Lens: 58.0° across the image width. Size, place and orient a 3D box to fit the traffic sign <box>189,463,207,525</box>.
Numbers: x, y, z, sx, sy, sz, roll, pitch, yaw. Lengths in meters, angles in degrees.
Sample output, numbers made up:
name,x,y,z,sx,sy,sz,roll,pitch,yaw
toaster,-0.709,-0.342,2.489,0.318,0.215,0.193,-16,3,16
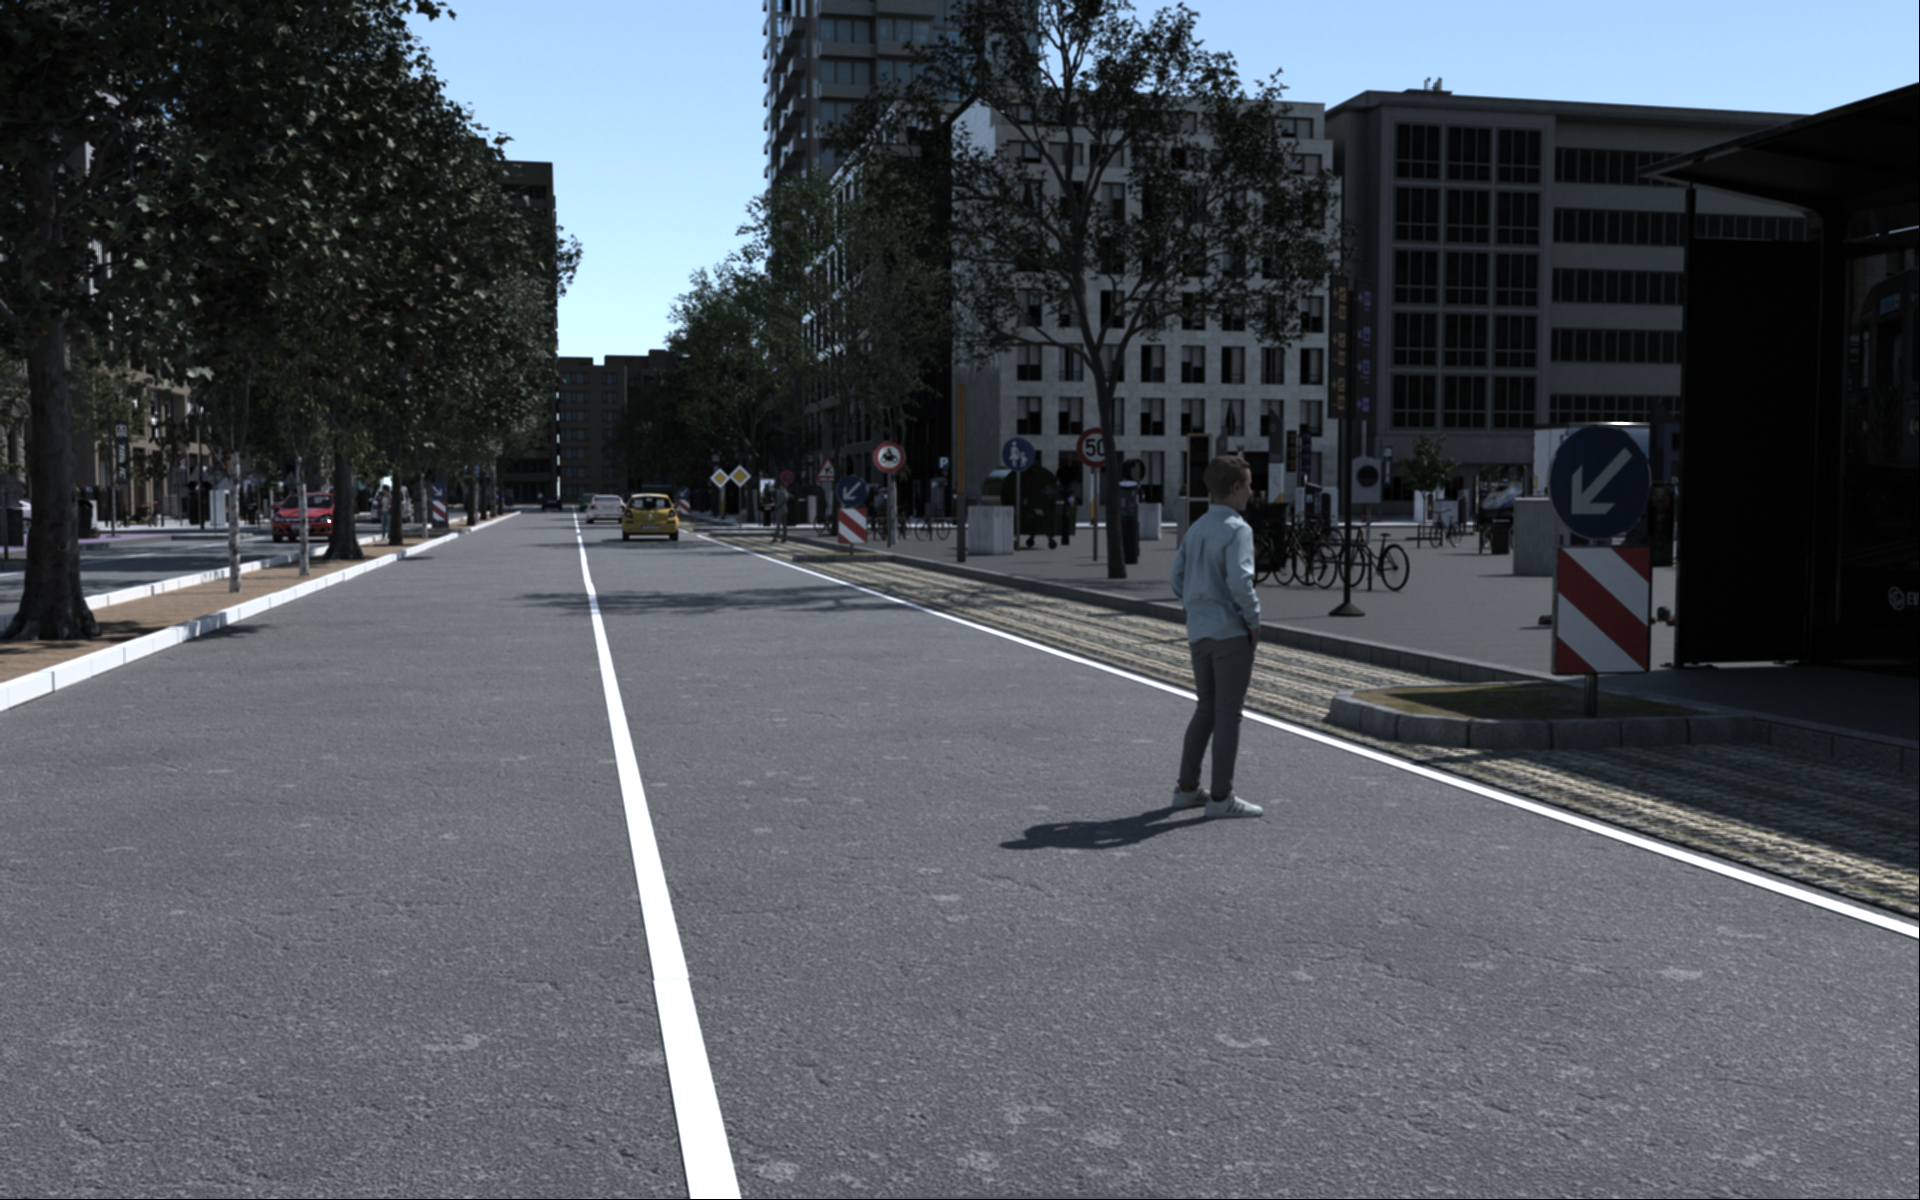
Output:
name,x,y,z,sx,sy,sz,roll,pitch,yaw
traffic sign,-31.407,-4.373,71.498,0.884,2.594,0.081,-1,4,-9

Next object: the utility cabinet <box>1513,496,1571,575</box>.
name,x,y,z,sx,sy,sz,roll,pitch,yaw
utility cabinet,9.317,-0.997,27.456,1.020,1.237,0.306,1,4,12

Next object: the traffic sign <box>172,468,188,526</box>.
name,x,y,z,sx,sy,sz,roll,pitch,yaw
traffic sign,-30.793,-4.055,68.435,0.606,2.300,0.079,0,4,-7

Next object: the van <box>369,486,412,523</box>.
name,x,y,z,sx,sy,sz,roll,pitch,yaw
van,-28.179,-4.821,85.831,2.013,2.044,4.112,-1,4,-13

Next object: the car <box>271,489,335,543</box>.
name,x,y,z,sx,sy,sz,roll,pitch,yaw
car,-19.681,-2.660,52.535,2.155,1.783,4.494,-1,4,-13

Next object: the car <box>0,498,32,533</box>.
name,x,y,z,sx,sy,sz,roll,pitch,yaw
car,-32.280,-2.769,57.631,4.827,1.381,2.083,-1,4,-12

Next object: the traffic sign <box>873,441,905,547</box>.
name,x,y,z,sx,sy,sz,roll,pitch,yaw
traffic sign,-1.705,-2.541,41.647,0.768,2.556,0.104,0,4,-7

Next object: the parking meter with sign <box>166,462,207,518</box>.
name,x,y,z,sx,sy,sz,roll,pitch,yaw
parking meter with sign,-41.979,-5.969,93.850,1.738,3.016,0.543,-3,5,-45

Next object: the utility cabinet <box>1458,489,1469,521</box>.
name,x,y,z,sx,sy,sz,roll,pitch,yaw
utility cabinet,24.048,-4.533,82.798,0.318,1.500,1.173,0,4,4

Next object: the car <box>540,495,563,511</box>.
name,x,y,z,sx,sy,sz,roll,pitch,yaw
car,-35.315,-8.395,149.832,1.945,1.354,3.894,-1,4,-14

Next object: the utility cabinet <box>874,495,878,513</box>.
name,x,y,z,sx,sy,sz,roll,pitch,yaw
utility cabinet,-3.866,-4.713,88.217,1.020,1.237,0.306,0,4,-4

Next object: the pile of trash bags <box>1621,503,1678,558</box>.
name,x,y,z,sx,sy,sz,roll,pitch,yaw
pile of trash bags,13.852,-1.443,33.344,1.912,1.369,3.447,2,4,31

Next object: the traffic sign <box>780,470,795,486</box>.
name,x,y,z,sx,sy,sz,roll,pitch,yaw
traffic sign,-9.007,-5.518,90.319,0.768,2.556,0.104,0,4,-7

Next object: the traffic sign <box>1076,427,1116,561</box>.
name,x,y,z,sx,sy,sz,roll,pitch,yaw
traffic sign,2.601,-2.024,33.193,0.768,2.556,0.104,0,4,-4

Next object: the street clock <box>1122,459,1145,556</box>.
name,x,y,z,sx,sy,sz,roll,pitch,yaw
street clock,3.569,-1.899,35.621,0.471,2.002,0.358,-3,5,-42

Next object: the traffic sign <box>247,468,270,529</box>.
name,x,y,z,sx,sy,sz,roll,pitch,yaw
traffic sign,-25.451,-3.622,62.863,0.795,2.450,0.064,-1,4,-13

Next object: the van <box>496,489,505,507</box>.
name,x,y,z,sx,sy,sz,roll,pitch,yaw
van,-52.329,-11.643,194.754,2.240,2.365,5.245,-1,4,-14

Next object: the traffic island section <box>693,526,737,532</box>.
name,x,y,z,sx,sy,sz,roll,pitch,yaw
traffic island section,-9.185,-2.708,66.562,2.009,0.180,2.903,-1,4,-13

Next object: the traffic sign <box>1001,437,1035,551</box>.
name,x,y,z,sx,sy,sz,roll,pitch,yaw
traffic sign,1.305,-2.374,38.927,0.768,2.556,0.104,0,4,-7

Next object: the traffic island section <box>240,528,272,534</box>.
name,x,y,z,sx,sy,sz,roll,pitch,yaw
traffic island section,-25.472,-2.486,62.919,2.009,0.180,2.903,-1,4,-13

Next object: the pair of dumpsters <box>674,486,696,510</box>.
name,x,y,z,sx,sy,sz,roll,pitch,yaw
pair of dumpsters,-21.744,-8.234,137.114,1.574,2.255,4.437,-1,4,-13

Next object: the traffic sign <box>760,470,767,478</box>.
name,x,y,z,sx,sy,sz,roll,pitch,yaw
traffic sign,-10.459,-5.529,90.503,0.768,2.556,0.104,0,4,-4

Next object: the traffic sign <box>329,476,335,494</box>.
name,x,y,z,sx,sy,sz,roll,pitch,yaw
traffic sign,-41.520,-7.026,114.978,0.768,2.556,0.104,0,4,-4

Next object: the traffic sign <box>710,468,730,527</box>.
name,x,y,z,sx,sy,sz,roll,pitch,yaw
traffic sign,-9.206,-3.843,66.480,0.795,2.450,0.064,-1,4,-13

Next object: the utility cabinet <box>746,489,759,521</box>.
name,x,y,z,sx,sy,sz,roll,pitch,yaw
utility cabinet,-9.625,-4.511,82.437,1.173,1.500,0.318,2,4,32

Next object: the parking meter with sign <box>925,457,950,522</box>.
name,x,y,z,sx,sy,sz,roll,pitch,yaw
parking meter with sign,-1.079,-5.142,80.333,0.543,3.016,1.738,2,4,25

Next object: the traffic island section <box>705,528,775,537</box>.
name,x,y,z,sx,sy,sz,roll,pitch,yaw
traffic island section,-7.433,-2.232,58.771,2.009,0.180,2.903,-1,4,-13

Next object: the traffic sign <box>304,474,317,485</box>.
name,x,y,z,sx,sy,sz,roll,pitch,yaw
traffic sign,-39.351,-6.411,104.924,0.768,2.556,0.104,0,4,-7

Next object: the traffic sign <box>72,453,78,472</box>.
name,x,y,z,sx,sy,sz,roll,pitch,yaw
traffic sign,-25.313,-2.984,48.897,0.768,2.556,0.104,-1,4,-12

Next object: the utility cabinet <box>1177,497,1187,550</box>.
name,x,y,z,sx,sy,sz,roll,pitch,yaw
utility cabinet,5.455,-1.783,40.314,0.306,1.237,1.020,3,5,42

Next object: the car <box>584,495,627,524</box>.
name,x,y,z,sx,sy,sz,roll,pitch,yaw
car,-17.314,-4.428,84.760,2.083,1.381,4.827,-1,4,-14

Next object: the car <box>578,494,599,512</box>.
name,x,y,z,sx,sy,sz,roll,pitch,yaw
car,-30.662,-8.252,143.718,1.959,1.807,4.718,-1,4,-14

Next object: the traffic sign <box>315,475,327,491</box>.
name,x,y,z,sx,sy,sz,roll,pitch,yaw
traffic sign,-43.407,-7.187,117.621,0.768,2.556,0.104,-1,4,-11

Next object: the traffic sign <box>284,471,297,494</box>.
name,x,y,z,sx,sy,sz,roll,pitch,yaw
traffic sign,-37.632,-5.961,97.464,0.884,2.594,0.081,-1,4,-10

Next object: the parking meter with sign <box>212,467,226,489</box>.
name,x,y,z,sx,sy,sz,roll,pitch,yaw
parking meter with sign,-47.948,-7.066,111.795,0.543,3.016,1.738,0,4,6

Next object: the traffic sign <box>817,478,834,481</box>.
name,x,y,z,sx,sy,sz,roll,pitch,yaw
traffic sign,-5.554,-4.452,72.787,0.884,2.594,0.081,0,4,-3

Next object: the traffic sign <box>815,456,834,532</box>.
name,x,y,z,sx,sy,sz,roll,pitch,yaw
traffic sign,-4.465,-3.584,58.599,0.884,2.594,0.081,0,4,-4

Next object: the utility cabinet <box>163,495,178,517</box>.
name,x,y,z,sx,sy,sz,roll,pitch,yaw
utility cabinet,-44.956,-5.360,98.792,1.020,1.237,0.306,1,4,15

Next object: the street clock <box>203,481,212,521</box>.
name,x,y,z,sx,sy,sz,roll,pitch,yaw
street clock,-36.187,-4.814,83.283,0.358,2.002,0.471,3,4,36

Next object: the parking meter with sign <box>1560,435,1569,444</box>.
name,x,y,z,sx,sy,sz,roll,pitch,yaw
parking meter with sign,18.317,-3.376,51.451,0.543,3.016,1.738,2,4,34

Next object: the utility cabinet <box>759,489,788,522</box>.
name,x,y,z,sx,sy,sz,roll,pitch,yaw
utility cabinet,-8.518,-4.333,79.525,1.173,1.500,0.318,-1,4,-18

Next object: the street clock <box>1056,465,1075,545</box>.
name,x,y,z,sx,sy,sz,roll,pitch,yaw
street clock,2.659,-2.393,43.696,0.471,2.002,0.358,0,4,-2

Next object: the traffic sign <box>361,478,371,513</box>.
name,x,y,z,sx,sy,sz,roll,pitch,yaw
traffic sign,-40.973,-7.249,119.699,0.795,2.450,0.064,-1,4,-12

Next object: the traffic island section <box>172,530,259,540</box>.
name,x,y,z,sx,sy,sz,roll,pitch,yaw
traffic island section,-23.721,-2.009,55.128,2.009,0.180,2.903,-1,4,-13

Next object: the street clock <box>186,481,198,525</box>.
name,x,y,z,sx,sy,sz,roll,pitch,yaw
street clock,-31.899,-4.122,71.963,0.471,2.002,0.358,-1,4,-17

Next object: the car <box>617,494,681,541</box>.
name,x,y,z,sx,sy,sz,roll,pitch,yaw
car,-9.684,-2.678,54.006,2.015,1.641,3.980,-1,4,-11

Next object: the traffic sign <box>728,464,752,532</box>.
name,x,y,z,sx,sy,sz,roll,pitch,yaw
traffic sign,-7.455,-3.367,58.689,0.795,2.450,0.064,-1,4,-13

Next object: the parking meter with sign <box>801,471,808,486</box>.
name,x,y,z,sx,sy,sz,roll,pitch,yaw
parking meter with sign,-11.953,-8.311,132.143,0.543,3.016,1.738,0,4,1

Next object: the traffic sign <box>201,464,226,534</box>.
name,x,y,z,sx,sy,sz,roll,pitch,yaw
traffic sign,-23.700,-3.146,55.071,0.795,2.450,0.064,-1,4,-13

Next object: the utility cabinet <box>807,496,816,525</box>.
name,x,y,z,sx,sy,sz,roll,pitch,yaw
utility cabinet,-6.207,-3.764,72.703,0.306,1.237,1.020,-1,4,-10

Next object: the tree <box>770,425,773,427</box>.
name,x,y,z,sx,sy,sz,roll,pitch,yaw
tree,-10.890,-10.176,116.742,4.360,8.622,3.978,0,3,0
